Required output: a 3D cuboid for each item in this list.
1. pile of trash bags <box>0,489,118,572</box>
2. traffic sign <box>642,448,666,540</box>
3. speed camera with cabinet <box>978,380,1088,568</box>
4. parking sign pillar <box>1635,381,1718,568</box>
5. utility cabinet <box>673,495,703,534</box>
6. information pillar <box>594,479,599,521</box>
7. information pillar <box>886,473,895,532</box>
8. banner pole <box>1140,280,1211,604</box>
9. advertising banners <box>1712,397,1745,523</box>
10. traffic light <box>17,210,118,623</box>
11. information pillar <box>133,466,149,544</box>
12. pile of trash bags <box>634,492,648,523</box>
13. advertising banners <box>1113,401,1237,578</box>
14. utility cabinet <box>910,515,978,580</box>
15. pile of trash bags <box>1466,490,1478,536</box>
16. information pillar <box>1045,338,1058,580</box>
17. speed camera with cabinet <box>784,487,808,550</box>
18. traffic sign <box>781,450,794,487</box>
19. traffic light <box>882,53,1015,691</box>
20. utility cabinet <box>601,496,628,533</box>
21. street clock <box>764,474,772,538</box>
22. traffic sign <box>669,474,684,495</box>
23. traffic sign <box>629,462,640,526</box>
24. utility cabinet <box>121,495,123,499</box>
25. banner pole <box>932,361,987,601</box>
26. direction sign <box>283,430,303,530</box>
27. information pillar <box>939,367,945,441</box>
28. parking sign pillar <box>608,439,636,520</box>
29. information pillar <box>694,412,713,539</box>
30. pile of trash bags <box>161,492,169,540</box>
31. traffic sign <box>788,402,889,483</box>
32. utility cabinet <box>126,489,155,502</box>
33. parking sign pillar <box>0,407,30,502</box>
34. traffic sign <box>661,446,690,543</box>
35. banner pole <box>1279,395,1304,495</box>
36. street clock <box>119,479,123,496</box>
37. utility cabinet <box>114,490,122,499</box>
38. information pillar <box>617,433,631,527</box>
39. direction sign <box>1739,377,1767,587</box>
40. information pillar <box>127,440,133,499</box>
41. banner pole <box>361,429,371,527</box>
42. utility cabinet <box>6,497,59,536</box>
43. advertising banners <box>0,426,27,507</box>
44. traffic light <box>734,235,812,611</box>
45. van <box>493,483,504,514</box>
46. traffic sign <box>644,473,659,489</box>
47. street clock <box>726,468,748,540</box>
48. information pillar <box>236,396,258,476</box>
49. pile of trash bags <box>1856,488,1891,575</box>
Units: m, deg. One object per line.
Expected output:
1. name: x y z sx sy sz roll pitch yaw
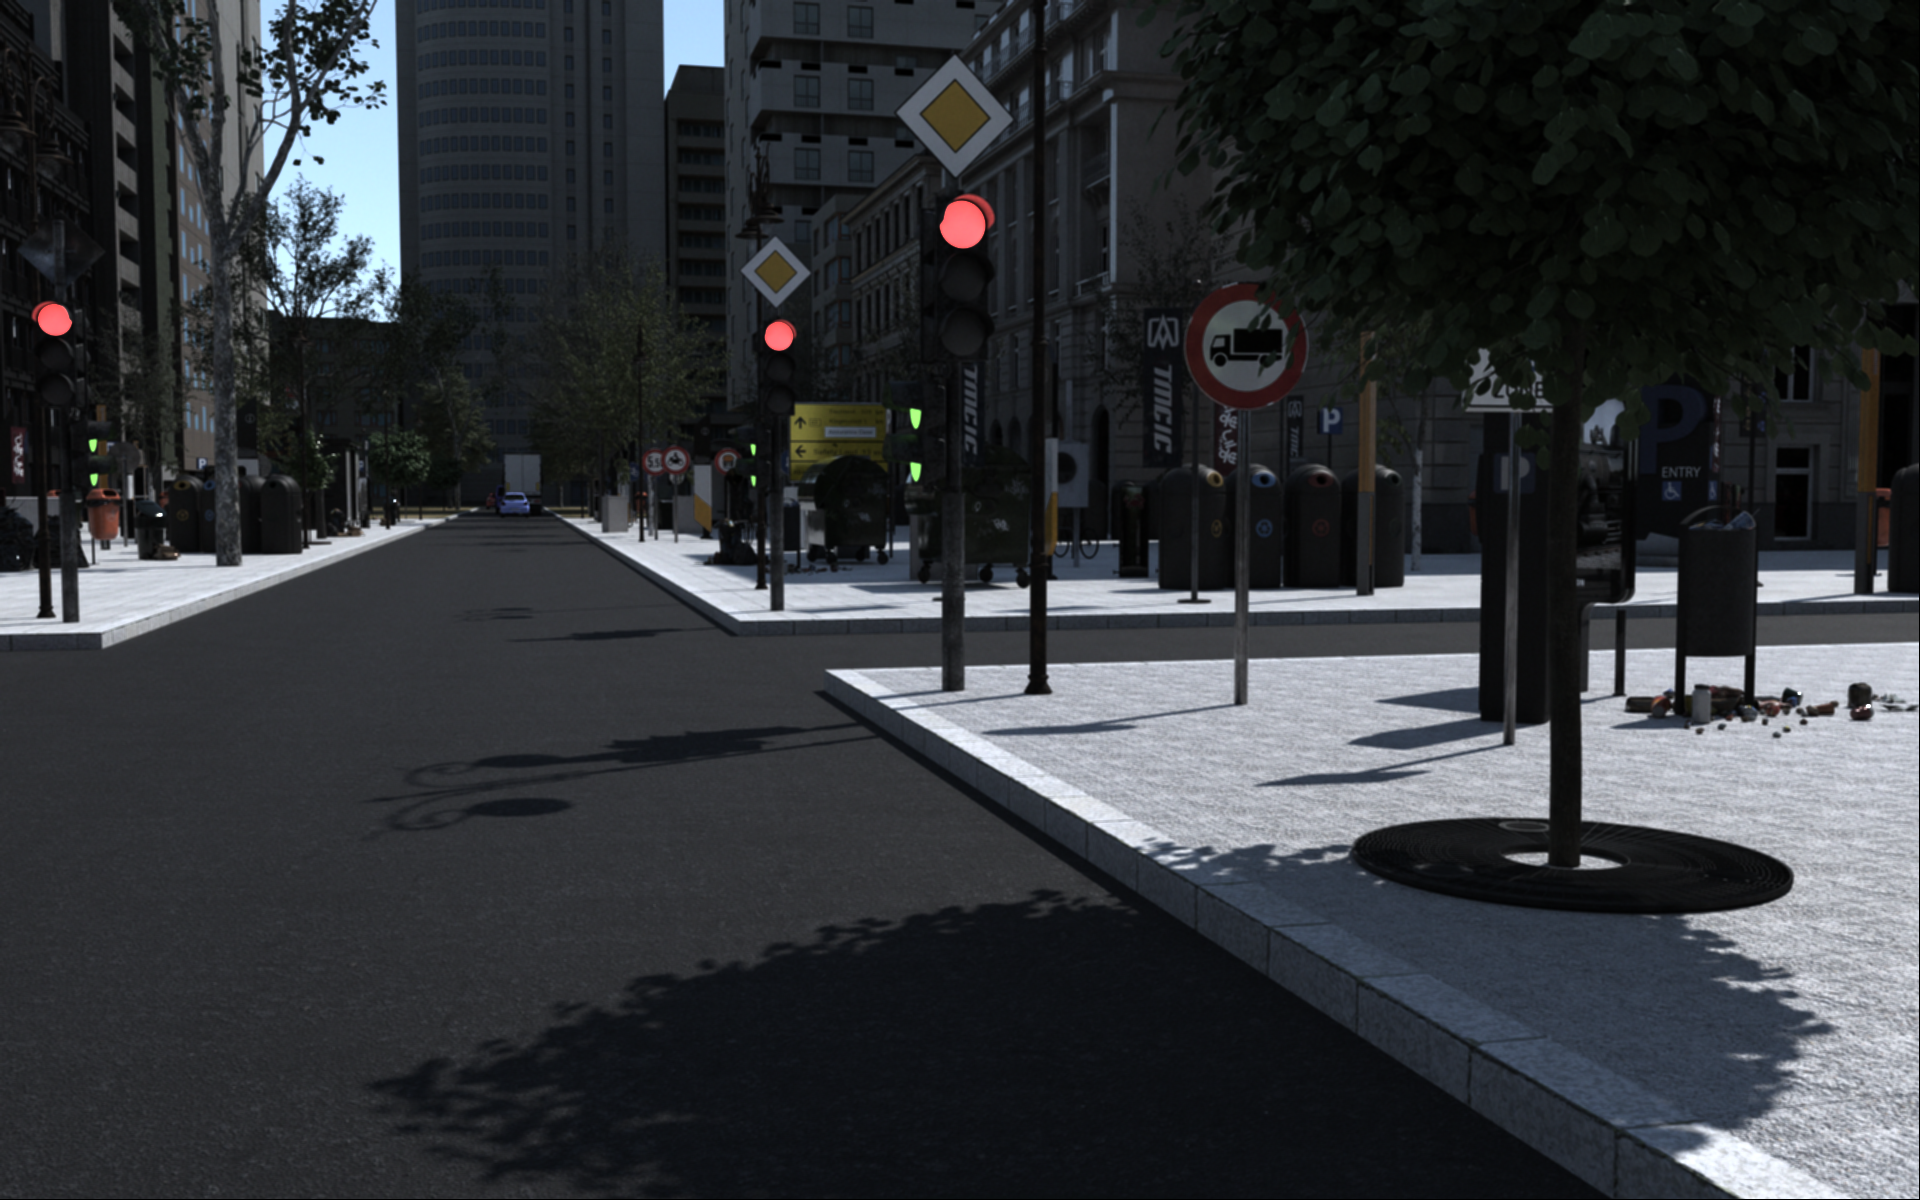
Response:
1. pile of trash bags: -16.015 -1.245 30.115 1.912 1.369 3.447 1 4 19
2. traffic sign: -8.507 -2.956 48.435 0.768 2.556 0.104 0 4 -7
3. speed camera with cabinet: 1.189 -2.199 30.296 2.038 3.252 0.660 1 4 20
4. parking sign pillar: 12.748 -2.588 30.779 1.447 3.967 1.447 -3 5 -43
5. utility cabinet: -8.781 -2.753 56.173 1.020 1.237 0.306 0 4 2
6. information pillar: -17.555 -4.856 83.895 0.304 2.012 0.304 0 4 1
7. information pillar: -2.398 -3.345 59.182 0.304 2.012 0.304 1 4 12
8. banner pole: 2.549 -1.860 20.428 0.863 3.779 0.401 1 4 16
9. advertising banners: 9.910 -1.602 22.384 0.090 3.025 2.074 2 4 34
10. traffic light: -8.871 -1.730 17.202 0.839 4.253 0.868 -1 4 -14
11. information pillar: -21.188 -2.467 44.821 0.304 2.012 0.304 -1 4 -11
12. pile of trash bags: -13.146 -4.058 76.099 3.447 1.369 1.912 3 5 41
13. advertising banners: 3.396 -1.861 26.622 2.074 3.025 0.090 0 4 -5
14. utility cabinet: -0.243 -0.907 25.986 1.020 1.237 0.306 0 4 -2
15. pile of trash bags: 11.502 -1.546 35.034 3.447 1.369 1.912 -2 4 -35
16. information pillar: 1.347 -2.111 25.872 0.183 3.616 0.504 -1 4 -14
17. speed camera with cabinet: -3.463 -2.839 40.747 0.660 3.252 2.038 1 4 20
18. traffic sign: -4.681 -2.964 48.568 0.768 2.556 0.104 0 4 -7
19. traffic light: -0.063 -1.363 11.211 0.839 4.253 0.868 -1 4 -14
20. utility cabinet: -11.544 -2.861 57.945 0.306 1.237 1.020 2 4 30
21. street clock: -5.691 -2.794 50.257 0.471 2.002 0.358 -1 4 -10
22. traffic sign: -14.712 -5.496 89.965 0.768 2.556 0.104 0 4 -5
23. traffic sign: -13.107 -4.221 69.115 0.768 2.556 0.104 -1 4 -12
24. utility cabinet: -39.355 -4.363 82.497 1.020 1.237 0.306 -1 4 -16
25. banner pole: 0.023 -1.870 20.587 0.401 3.779 0.863 -3 5 -43
26. direction sign: -23.338 -4.218 60.962 0.876 3.537 0.379 -1 4 -14
27. information pillar: -0.170 -2.472 31.767 0.183 3.616 0.504 -3 4 -38
28. parking sign pillar: -16.492 -5.869 84.428 1.447 3.967 1.447 -3 4 -36
29. information pillar: -7.329 -3.550 49.405 0.504 3.616 0.183 0 4 1
30. pile of trash bags: -21.333 -2.369 48.487 1.912 1.369 3.447 -3 4 -39
31. traffic sign: -2.682 -2.729 38.492 2.265 3.308 0.079 -1 4 -11
32. utility cabinet: -36.208 -4.150 76.524 1.173 1.500 0.318 -1 4 -20
33. parking sign pillar: -29.524 -4.002 53.911 1.447 3.967 1.447 2 4 35
34. traffic sign: -7.475 -2.780 45.563 0.768 2.556 0.104 -1 4 -8
35. banner pole: 7.365 -2.982 38.780 0.401 3.779 0.863 -3 4 -39
36. street clock: -40.790 -4.881 84.367 0.358 2.002 0.471 -1 4 -20
37. utility cabinet: -41.559 -4.723 85.899 1.173 1.500 0.318 3 4 38
38. information pillar: -12.942 -4.608 66.692 0.504 3.616 0.183 -3 5 -44
39. direction sign: 10.984 -1.959 24.022 0.379 3.537 0.876 3 5 45
40. information pillar: -36.160 -5.148 75.525 0.183 3.616 0.504 0 4 6
41. banner pole: -22.998 -4.712 67.063 0.401 3.779 0.863 0 4 -5
42. utility cabinet: -19.520 -1.551 36.517 1.020 1.237 0.306 -2 4 -30
43. advertising banners: -24.507 -2.925 44.006 0.090 3.025 2.074 1 4 18
44. traffic light: -2.031 -1.837 18.951 0.839 4.253 0.868 -1 4 -14
45. van: -32.744 -7.417 125.656 2.240 2.365 5.245 -1 4 -15
46. traffic sign: -15.854 -5.446 89.146 0.768 2.556 0.104 -1 4 -9
47. street clock: -6.157 -2.626 47.503 0.471 2.002 0.358 0 4 2
48. information pillar: -16.862 -3.038 41.025 0.504 3.616 0.183 -1 4 -19
49. pile of trash bags: 15.892 -1.056 27.010 3.447 1.369 1.912 2 4 31
